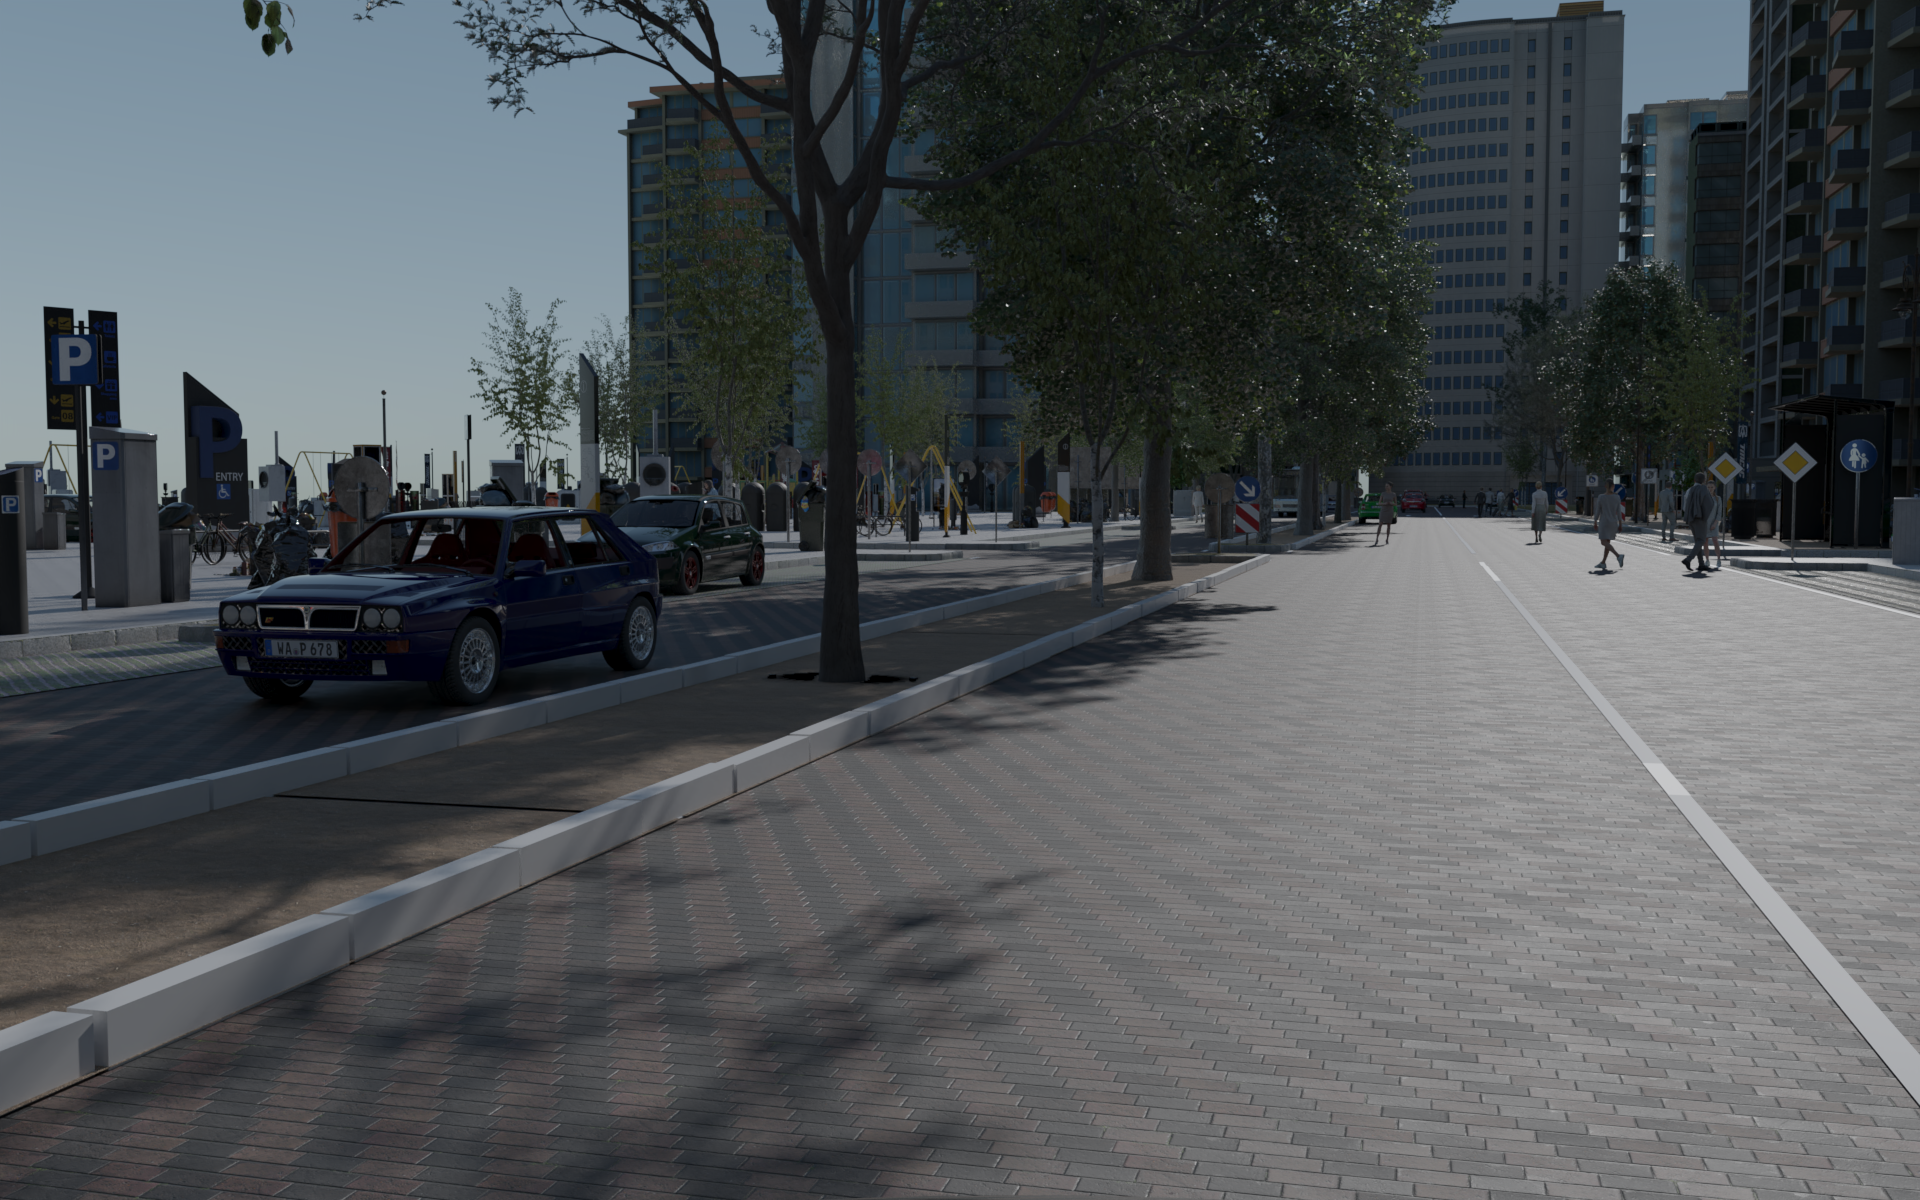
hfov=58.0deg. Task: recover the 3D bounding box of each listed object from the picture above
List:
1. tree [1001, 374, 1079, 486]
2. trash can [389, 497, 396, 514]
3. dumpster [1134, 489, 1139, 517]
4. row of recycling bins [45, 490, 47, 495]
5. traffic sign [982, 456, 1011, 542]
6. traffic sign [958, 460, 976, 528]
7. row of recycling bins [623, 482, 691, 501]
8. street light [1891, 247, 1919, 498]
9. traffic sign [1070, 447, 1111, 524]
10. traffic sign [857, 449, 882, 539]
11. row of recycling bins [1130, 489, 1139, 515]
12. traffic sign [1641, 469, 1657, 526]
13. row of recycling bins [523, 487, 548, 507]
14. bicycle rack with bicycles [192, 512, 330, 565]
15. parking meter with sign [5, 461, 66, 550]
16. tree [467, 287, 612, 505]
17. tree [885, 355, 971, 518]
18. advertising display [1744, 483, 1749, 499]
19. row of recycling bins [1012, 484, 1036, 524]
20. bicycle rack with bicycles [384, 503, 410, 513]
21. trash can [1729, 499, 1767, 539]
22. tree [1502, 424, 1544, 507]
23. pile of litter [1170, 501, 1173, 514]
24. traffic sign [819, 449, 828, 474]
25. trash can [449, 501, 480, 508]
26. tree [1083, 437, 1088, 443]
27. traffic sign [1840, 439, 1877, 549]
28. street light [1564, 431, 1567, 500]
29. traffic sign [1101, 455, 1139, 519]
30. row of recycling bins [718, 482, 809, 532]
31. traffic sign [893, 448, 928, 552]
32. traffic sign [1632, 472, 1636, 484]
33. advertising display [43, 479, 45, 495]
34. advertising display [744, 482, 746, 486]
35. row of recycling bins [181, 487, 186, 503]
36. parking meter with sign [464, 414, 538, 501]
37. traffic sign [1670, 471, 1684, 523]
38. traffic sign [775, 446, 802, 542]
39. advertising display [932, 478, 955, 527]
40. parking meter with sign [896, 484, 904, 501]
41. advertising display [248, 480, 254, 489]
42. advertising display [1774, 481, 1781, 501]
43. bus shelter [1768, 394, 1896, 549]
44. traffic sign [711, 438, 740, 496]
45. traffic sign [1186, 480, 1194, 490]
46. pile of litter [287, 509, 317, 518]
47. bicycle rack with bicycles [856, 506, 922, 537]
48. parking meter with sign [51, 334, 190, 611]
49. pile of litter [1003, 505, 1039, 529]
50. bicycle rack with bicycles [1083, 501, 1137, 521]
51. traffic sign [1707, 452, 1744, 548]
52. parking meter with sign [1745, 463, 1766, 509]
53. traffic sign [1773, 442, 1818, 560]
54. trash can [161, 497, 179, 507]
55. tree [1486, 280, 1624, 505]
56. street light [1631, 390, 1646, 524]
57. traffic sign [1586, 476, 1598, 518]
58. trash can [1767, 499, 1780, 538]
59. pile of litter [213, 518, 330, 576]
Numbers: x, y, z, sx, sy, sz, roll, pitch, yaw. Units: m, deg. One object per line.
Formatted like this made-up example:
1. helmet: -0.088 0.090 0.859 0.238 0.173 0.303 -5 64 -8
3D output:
1. tree: 4.309 -9.434 104.609 4.360 8.622 3.978 0 3 0
2. trash can: -23.551 -3.718 72.447 0.748 1.137 0.748 0 3 0
3. dumpster: 10.462 -5.592 97.183 1.264 1.857 1.865 1 4 15
4. row of recycling bins: -51.396 -5.298 93.732 3.534 1.692 1.069 -2 4 -27
5. traffic sign: 0.961 -2.581 45.842 0.795 2.450 0.064 1 4 15
6. traffic sign: 0.241 -3.961 64.862 0.768 2.556 0.104 2 4 25
7. row of recycling bins: -10.409 -3.230 59.924 1.069 1.692 3.534 2 4 32
8. street light: 17.930 -3.660 32.621 0.468 5.910 1.993 1 4 15
9. traffic sign: 5.406 -4.950 74.799 2.265 3.308 0.079 1 4 17
10. traffic sign: -2.569 -2.985 48.915 0.768 2.556 0.104 1 4 18
11. row of recycling bins: 11.402 -6.015 105.456 1.069 1.692 3.534 2 4 34
12. traffic sign: 27.792 -4.146 69.910 0.606 2.300 0.079 1 4 16
13. row of recycling bins: -24.747 -5.580 98.342 3.534 1.692 1.069 2 4 34
14. bicycle rack with bicycles: -12.999 -1.110 31.536 2.852 0.926 2.925 2 4 24
15. parking meter with sign: -21.521 -2.666 39.853 1.738 3.016 0.543 0 4 4
16. tree: -15.132 -6.771 61.075 4.737 8.622 4.395 0 3 0
17. tree: -1.265 -8.598 90.934 4.360 8.622 3.978 0 3 0
18. advertising display: 44.766 -5.661 97.765 0.123 1.923 0.974 -3 5 -41
19. row of recycling bins: 2.755 -4.146 74.894 1.069 1.692 3.534 0 4 1
20. bicycle rack with bicycles: -30.821 -4.841 92.530 2.925 0.926 2.852 -1 4 -21
21. trash can: 22.207 -2.292 49.123 0.748 1.137 0.748 0 3 0
22. tree: 56.231 -13.610 172.879 4.737 8.622 4.395 0 3 0
23. pile of litter: 13.612 -5.991 111.913 1.719 0.858 1.176 2 4 32
24. traffic sign: -3.516 -2.886 47.299 0.768 2.556 0.104 1 4 22
25. trash can: -10.138 -1.473 35.730 0.748 1.137 0.748 0 3 0
26. tree: 6.871 -10.037 114.462 4.360 8.622 3.978 0 3 0
27. traffic sign: 20.910 -2.462 40.353 0.768 2.556 0.104 1 4 23
28. street light: 39.511 -8.571 112.927 0.468 5.910 1.993 1 4 15
29. traffic sign: 8.067 -5.766 88.139 2.265 3.308 0.079 1 4 19
30. row of recycling bins: -6.677 -3.224 59.818 3.534 1.692 1.069 1 4 11
31. traffic sign: -1.103 -2.109 38.127 0.795 2.450 0.064 1 4 15
32. traffic sign: 37.773 -5.890 96.402 0.768 2.556 0.104 1 4 19
33. advertising display: -38.156 -4.039 71.258 0.123 1.923 0.974 3 4 39
34. advertising display: -11.453 -5.401 93.523 0.123 1.923 0.974 0 4 8
35. row of recycling bins: -44.470 -5.870 103.090 3.534 1.692 1.069 -1 4 -17
36. parking meter with sign: -10.042 -2.579 38.422 1.738 3.016 0.543 -1 4 -23
37. traffic sign: 31.314 -4.498 75.672 0.606 2.300 0.079 2 4 24
38. traffic sign: -4.584 -2.819 46.194 0.768 2.556 0.104 1 4 19
39. advertising display: -0.647 -3.858 68.289 0.974 1.923 0.123 -2 4 -26
40. parking meter with sign: -4.078 -7.846 124.547 1.738 3.016 0.543 -3 5 -43
41. advertising display: -33.296 -4.634 80.982 0.974 1.923 0.123 3 5 41
42. advertising display: 42.079 -5.089 88.420 0.974 1.923 0.123 3 5 45
43. bus shelter: 21.860 -3.204 43.676 1.731 3.624 6.357 1 4 15
44. traffic sign: -5.374 -2.414 39.572 0.768 2.556 0.104 2 4 24
45. traffic sign: 15.877 -7.297 119.306 0.884 2.594 0.081 1 4 17
46. pile of litter: -15.443 -1.656 41.041 1.719 0.858 1.176 0 4 5
47. bicycle rack with bicycles: -2.958 -2.413 52.832 2.925 0.926 2.852 2 4 28
48. parking meter with sign: -9.523 -1.440 19.807 0.543 3.016 1.738 1 4 9
49. pile of litter: 2.269 -3.120 64.985 1.719 0.858 1.176 -3 4 -39
50. bicycle rack with bicycles: 6.636 -4.255 82.950 2.925 0.926 2.852 3 5 44
51. traffic sign: 18.196 -2.299 41.226 0.795 2.450 0.064 1 4 15
52. parking meter with sign: 44.477 -6.129 96.473 1.738 3.016 0.543 -1 4 -15
53. traffic sign: 16.131 -1.827 33.511 0.795 2.450 0.064 1 4 15
54. trash can: -42.794 -5.010 93.573 0.748 1.137 0.748 0 3 0
55. tree: 51.882 -18.041 150.866 12.611 20.169 13.585 0 3 0
56. street light: 29.434 -6.265 75.214 0.468 5.910 1.993 1 4 15
57. traffic sign: 34.346 -5.628 94.146 0.606 2.300 0.079 1 4 20
58. trash can: 23.581 -2.389 50.718 0.748 1.137 0.748 0 3 0
59. pile of litter: -10.967 -0.825 27.458 1.719 0.858 1.176 2 4 25
